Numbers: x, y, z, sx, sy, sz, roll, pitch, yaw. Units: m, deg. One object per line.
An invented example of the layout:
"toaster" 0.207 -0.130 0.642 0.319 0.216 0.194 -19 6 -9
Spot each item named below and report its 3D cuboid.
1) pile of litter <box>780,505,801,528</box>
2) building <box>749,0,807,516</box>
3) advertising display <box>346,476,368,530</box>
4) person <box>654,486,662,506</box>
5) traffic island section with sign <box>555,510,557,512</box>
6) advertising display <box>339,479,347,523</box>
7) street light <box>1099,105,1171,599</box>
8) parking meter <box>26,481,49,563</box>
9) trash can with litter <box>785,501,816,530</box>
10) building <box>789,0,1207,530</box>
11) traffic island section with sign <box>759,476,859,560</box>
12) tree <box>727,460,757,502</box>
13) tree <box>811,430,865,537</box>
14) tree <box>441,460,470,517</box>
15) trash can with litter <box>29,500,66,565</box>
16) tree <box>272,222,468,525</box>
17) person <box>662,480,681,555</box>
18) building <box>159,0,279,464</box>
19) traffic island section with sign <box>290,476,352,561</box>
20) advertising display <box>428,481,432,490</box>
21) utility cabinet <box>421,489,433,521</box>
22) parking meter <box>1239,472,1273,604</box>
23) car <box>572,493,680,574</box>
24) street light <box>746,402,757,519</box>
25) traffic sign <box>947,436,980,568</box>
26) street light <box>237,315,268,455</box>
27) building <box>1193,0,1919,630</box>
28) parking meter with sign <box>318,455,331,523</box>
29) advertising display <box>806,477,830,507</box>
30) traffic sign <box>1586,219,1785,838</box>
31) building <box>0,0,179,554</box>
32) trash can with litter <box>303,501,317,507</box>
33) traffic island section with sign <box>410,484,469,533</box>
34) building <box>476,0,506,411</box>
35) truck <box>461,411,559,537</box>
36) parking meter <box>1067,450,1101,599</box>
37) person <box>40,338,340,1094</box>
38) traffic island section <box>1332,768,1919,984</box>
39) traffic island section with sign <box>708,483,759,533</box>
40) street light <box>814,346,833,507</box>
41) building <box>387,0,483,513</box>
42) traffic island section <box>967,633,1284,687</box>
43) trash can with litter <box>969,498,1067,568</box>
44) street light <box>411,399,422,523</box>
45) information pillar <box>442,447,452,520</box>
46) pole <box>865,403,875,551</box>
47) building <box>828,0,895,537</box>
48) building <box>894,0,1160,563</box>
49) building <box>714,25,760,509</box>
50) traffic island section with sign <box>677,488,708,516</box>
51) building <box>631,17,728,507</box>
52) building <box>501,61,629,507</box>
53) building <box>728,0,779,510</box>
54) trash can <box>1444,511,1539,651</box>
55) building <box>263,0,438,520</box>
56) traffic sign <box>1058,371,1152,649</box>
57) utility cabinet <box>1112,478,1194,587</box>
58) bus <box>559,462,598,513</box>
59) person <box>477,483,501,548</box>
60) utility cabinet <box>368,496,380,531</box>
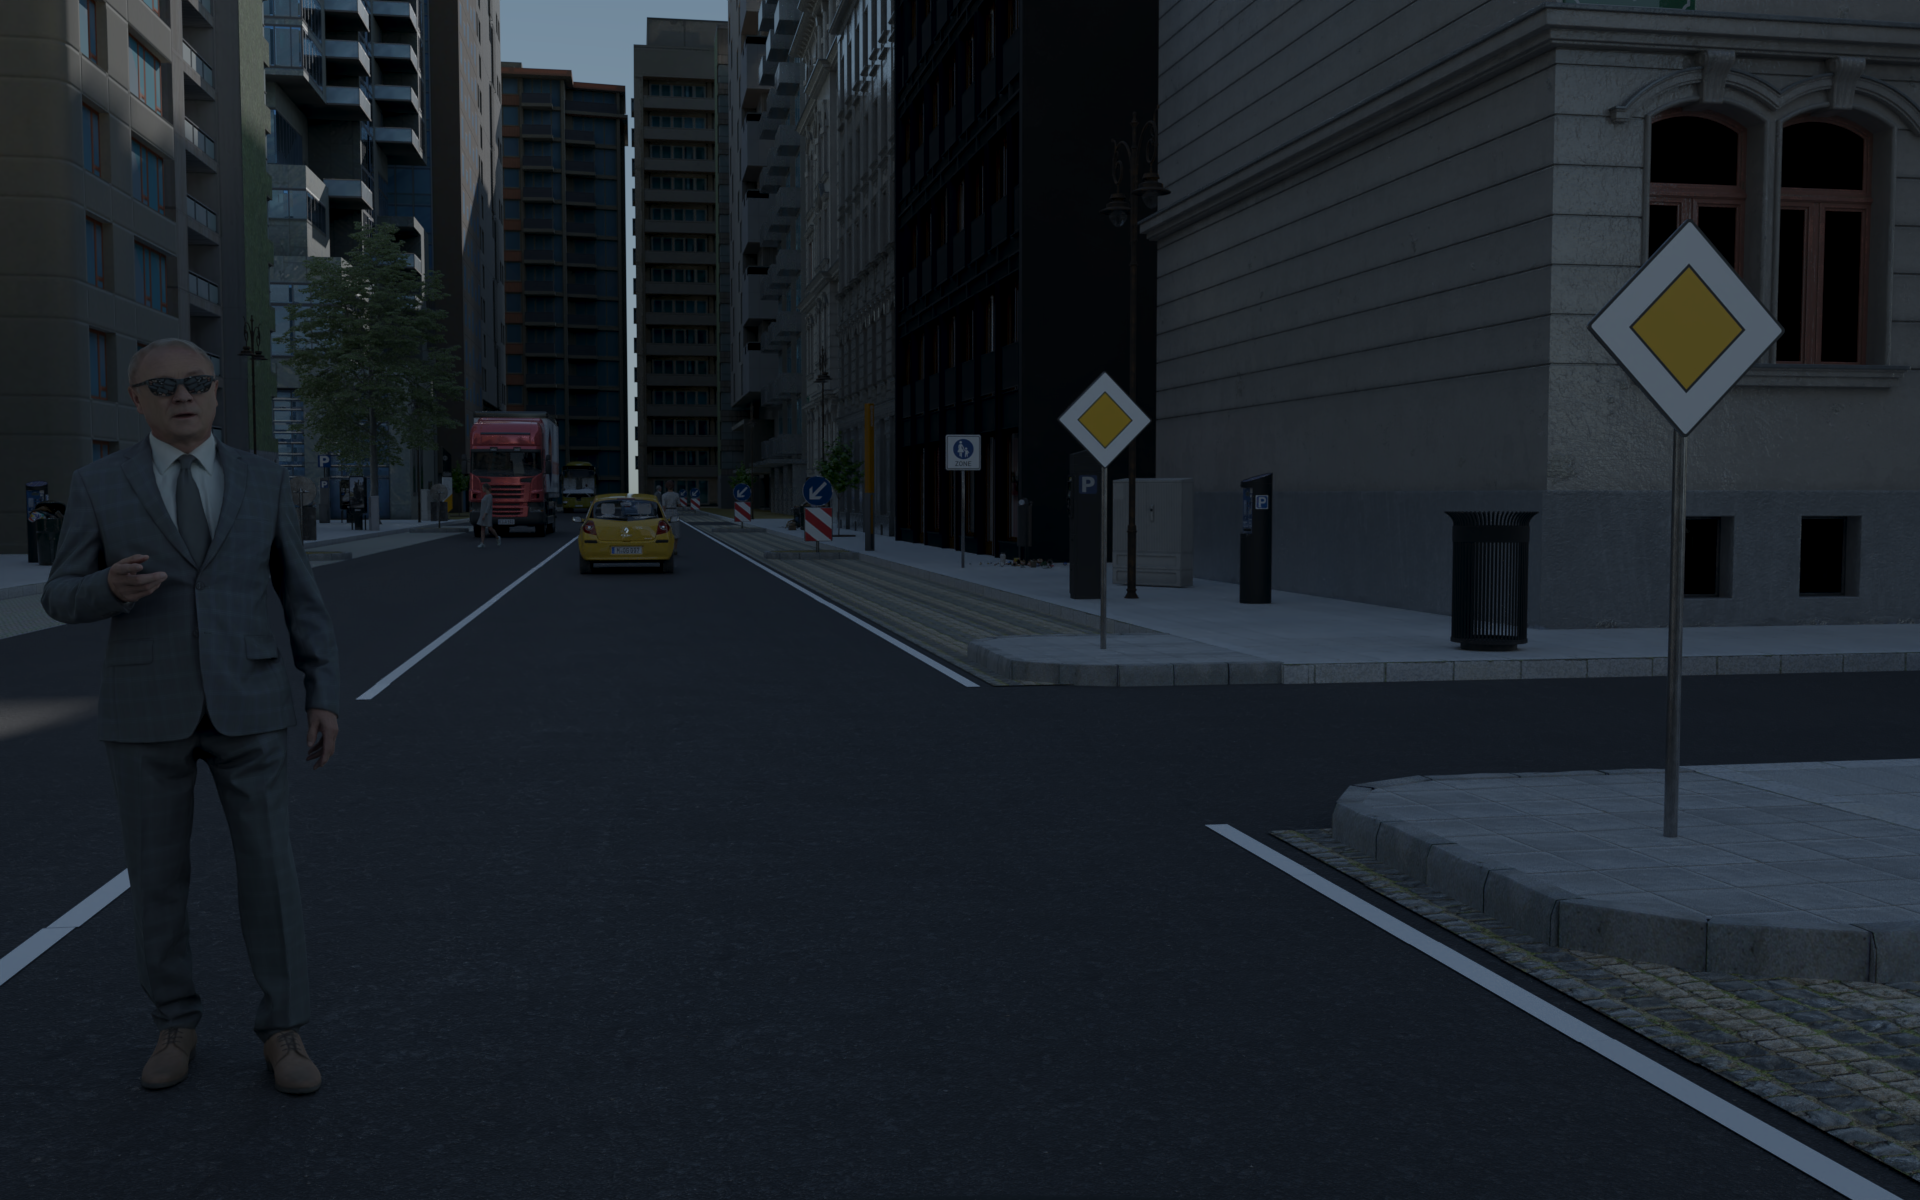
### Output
"pile of litter" -6.191 -3.220 66.611 1.719 0.858 1.176 1 4 22
"building" -0.757 -29.844 107.557 23.786 49.044 30.456 -1 4 -11
"advertising display" -21.418 -3.452 61.647 0.974 1.923 0.123 3 5 39
"person" -12.125 -3.736 69.987 0.834 1.777 0.661 -2 4 -31
"traffic island section with sign" -33.565 -8.027 139.870 1.989 1.847 2.006 -1 4 -11
"advertising display" -27.034 -4.379 76.810 0.123 1.923 0.974 3 5 40
"street light" 2.109 -2.956 21.123 0.468 5.910 1.993 -1 4 -11
"parking meter" -17.251 -1.467 32.404 0.372 1.533 0.369 0 3 0
"trash can with litter" -5.648 -3.052 61.285 1.055 1.170 0.624 -1 4 -15
"building" 0.245 -17.770 77.929 14.401 28.519 23.554 -1 4 -11
"traffic island section with sign" -3.346 -1.829 38.530 1.989 1.847 2.006 -1 4 -11
"tree" -12.562 -6.399 99.231 1.663 3.219 1.824 0 3 0
"tree" -3.516 -3.517 52.099 1.663 3.219 1.824 0 3 0
"tree" -28.738 -6.374 98.810 1.663 3.219 1.824 0 3 0
"trash can with litter" -16.497 -1.221 31.345 0.624 1.170 1.055 -2 4 -28
"tree" -24.479 -9.422 72.182 7.486 12.596 7.792 0 3 0
"person" -6.796 -1.935 40.702 0.480 1.755 0.524 -2 4 -26
"building" -32.148 -22.917 58.291 14.154 41.232 14.086 -1 4 -11
"traffic island section with sign" -14.335 -1.773 37.621 1.989 1.847 2.006 -1 4 -11
"advertising display" -25.905 -4.862 84.711 0.123 1.923 0.974 -1 4 -13
"utility cabinet" -25.582 -4.556 83.177 0.318 1.500 1.173 0 4 -5
"parking meter" 3.475 -0.729 20.332 0.372 1.533 0.369 0 3 0
"car" -6.272 -1.366 32.553 2.015 1.641 3.980 -1 4 -11
"street light" -10.480 -7.005 87.318 0.468 5.910 1.993 -1 4 -11
"traffic sign" 0.051 -1.705 30.005 0.606 2.300 0.079 -1 4 -9
"street light" -18.274 -4.409 44.869 0.468 5.910 1.993 -1 4 -11
"building" 15.266 -14.450 23.649 23.554 28.519 14.401 -1 4 -11
"parking meter with sign" -28.217 -4.929 76.854 0.543 3.016 1.738 -1 4 -18
"advertising display" -5.321 -3.656 64.985 0.974 1.923 0.123 1 4 23
"traffic sign" 2.659 -0.170 6.424 0.795 2.450 0.064 -1 4 -11
"building" -31.503 -11.227 28.600 27.650 21.520 28.899 -1 4 -11
"trash can with litter" -24.503 -3.278 64.984 0.624 1.170 1.055 -1 4 -16
"traffic island section with sign" -19.415 -3.426 64.648 1.989 1.847 2.006 -1 4 -11
"building" -51.860 -33.824 142.256 27.495 52.752 28.713 -1 4 -11
"truck" -15.641 -4.413 61.062 2.839 4.237 11.283 -1 4 -10
"parking meter" 1.520 -0.945 21.170 0.399 1.863 0.255 -1 4 -9
"person" -1.817 0.277 4.148 0.661 1.801 0.590 -2 4 -29
"traffic island section" 2.680 0.965 6.506 2.009 0.180 2.903 -1 4 -11
"traffic island section with sign" -8.330 -3.451 65.054 1.989 1.847 2.006 -1 4 -11
"street light" -4.275 -4.973 54.104 0.468 5.910 1.993 -1 4 -11
"building" -41.392 -28.816 121.252 14.600 45.320 14.200 -1 4 -11
"traffic island section" 1.205 0.485 14.354 2.009 0.180 2.903 -1 4 -11
"trash can with litter" 1.112 -1.208 30.812 1.678 1.210 2.233 -1 4 -8
"street light" -24.369 -6.429 77.908 0.468 5.910 1.993 -1 4 -11
"information pillar" -25.386 -5.769 85.679 0.504 3.616 0.183 -3 5 -40
"pole" -2.038 -2.764 39.029 0.158 3.312 0.155 0 3 0
"building" 1.579 -12.717 57.073 9.793 20.994 18.267 -1 4 -11
"building" 5.719 -12.879 40.250 12.332 23.373 15.834 -1 4 -11
"building" -14.974 -28.904 156.175 14.154 41.232 14.086 -1 4 -11
"traffic island section with sign" -17.716 -6.504 114.973 1.989 1.847 2.006 -1 4 -11
"building" -23.435 -34.163 182.259 21.600 48.544 21.300 -1 4 -11
"building" -48.603 -32.010 177.991 28.867 44.769 22.147 -1 4 -11
"building" -3.961 -33.458 136.270 28.713 52.752 27.495 -1 4 -11
"trash can" 4.375 -0.162 14.301 0.748 1.137 0.748 0 3 0
"building" -41.249 -47.975 97.070 22.319 86.520 31.000 -1 4 -11
"traffic sign" 1.183 -0.650 14.272 0.795 2.450 0.064 -1 4 -11
"utility cabinet" 2.667 -0.940 24.049 1.173 1.500 0.318 3 5 43
"bus" -29.621 -8.768 134.898 2.896 3.916 12.252 -1 4 -11
"person" -12.720 -2.288 46.653 0.466 1.731 0.760 2 4 25
"utility cabinet" -20.635 -3.045 60.952 0.306 1.237 1.020 -1 4 -23
